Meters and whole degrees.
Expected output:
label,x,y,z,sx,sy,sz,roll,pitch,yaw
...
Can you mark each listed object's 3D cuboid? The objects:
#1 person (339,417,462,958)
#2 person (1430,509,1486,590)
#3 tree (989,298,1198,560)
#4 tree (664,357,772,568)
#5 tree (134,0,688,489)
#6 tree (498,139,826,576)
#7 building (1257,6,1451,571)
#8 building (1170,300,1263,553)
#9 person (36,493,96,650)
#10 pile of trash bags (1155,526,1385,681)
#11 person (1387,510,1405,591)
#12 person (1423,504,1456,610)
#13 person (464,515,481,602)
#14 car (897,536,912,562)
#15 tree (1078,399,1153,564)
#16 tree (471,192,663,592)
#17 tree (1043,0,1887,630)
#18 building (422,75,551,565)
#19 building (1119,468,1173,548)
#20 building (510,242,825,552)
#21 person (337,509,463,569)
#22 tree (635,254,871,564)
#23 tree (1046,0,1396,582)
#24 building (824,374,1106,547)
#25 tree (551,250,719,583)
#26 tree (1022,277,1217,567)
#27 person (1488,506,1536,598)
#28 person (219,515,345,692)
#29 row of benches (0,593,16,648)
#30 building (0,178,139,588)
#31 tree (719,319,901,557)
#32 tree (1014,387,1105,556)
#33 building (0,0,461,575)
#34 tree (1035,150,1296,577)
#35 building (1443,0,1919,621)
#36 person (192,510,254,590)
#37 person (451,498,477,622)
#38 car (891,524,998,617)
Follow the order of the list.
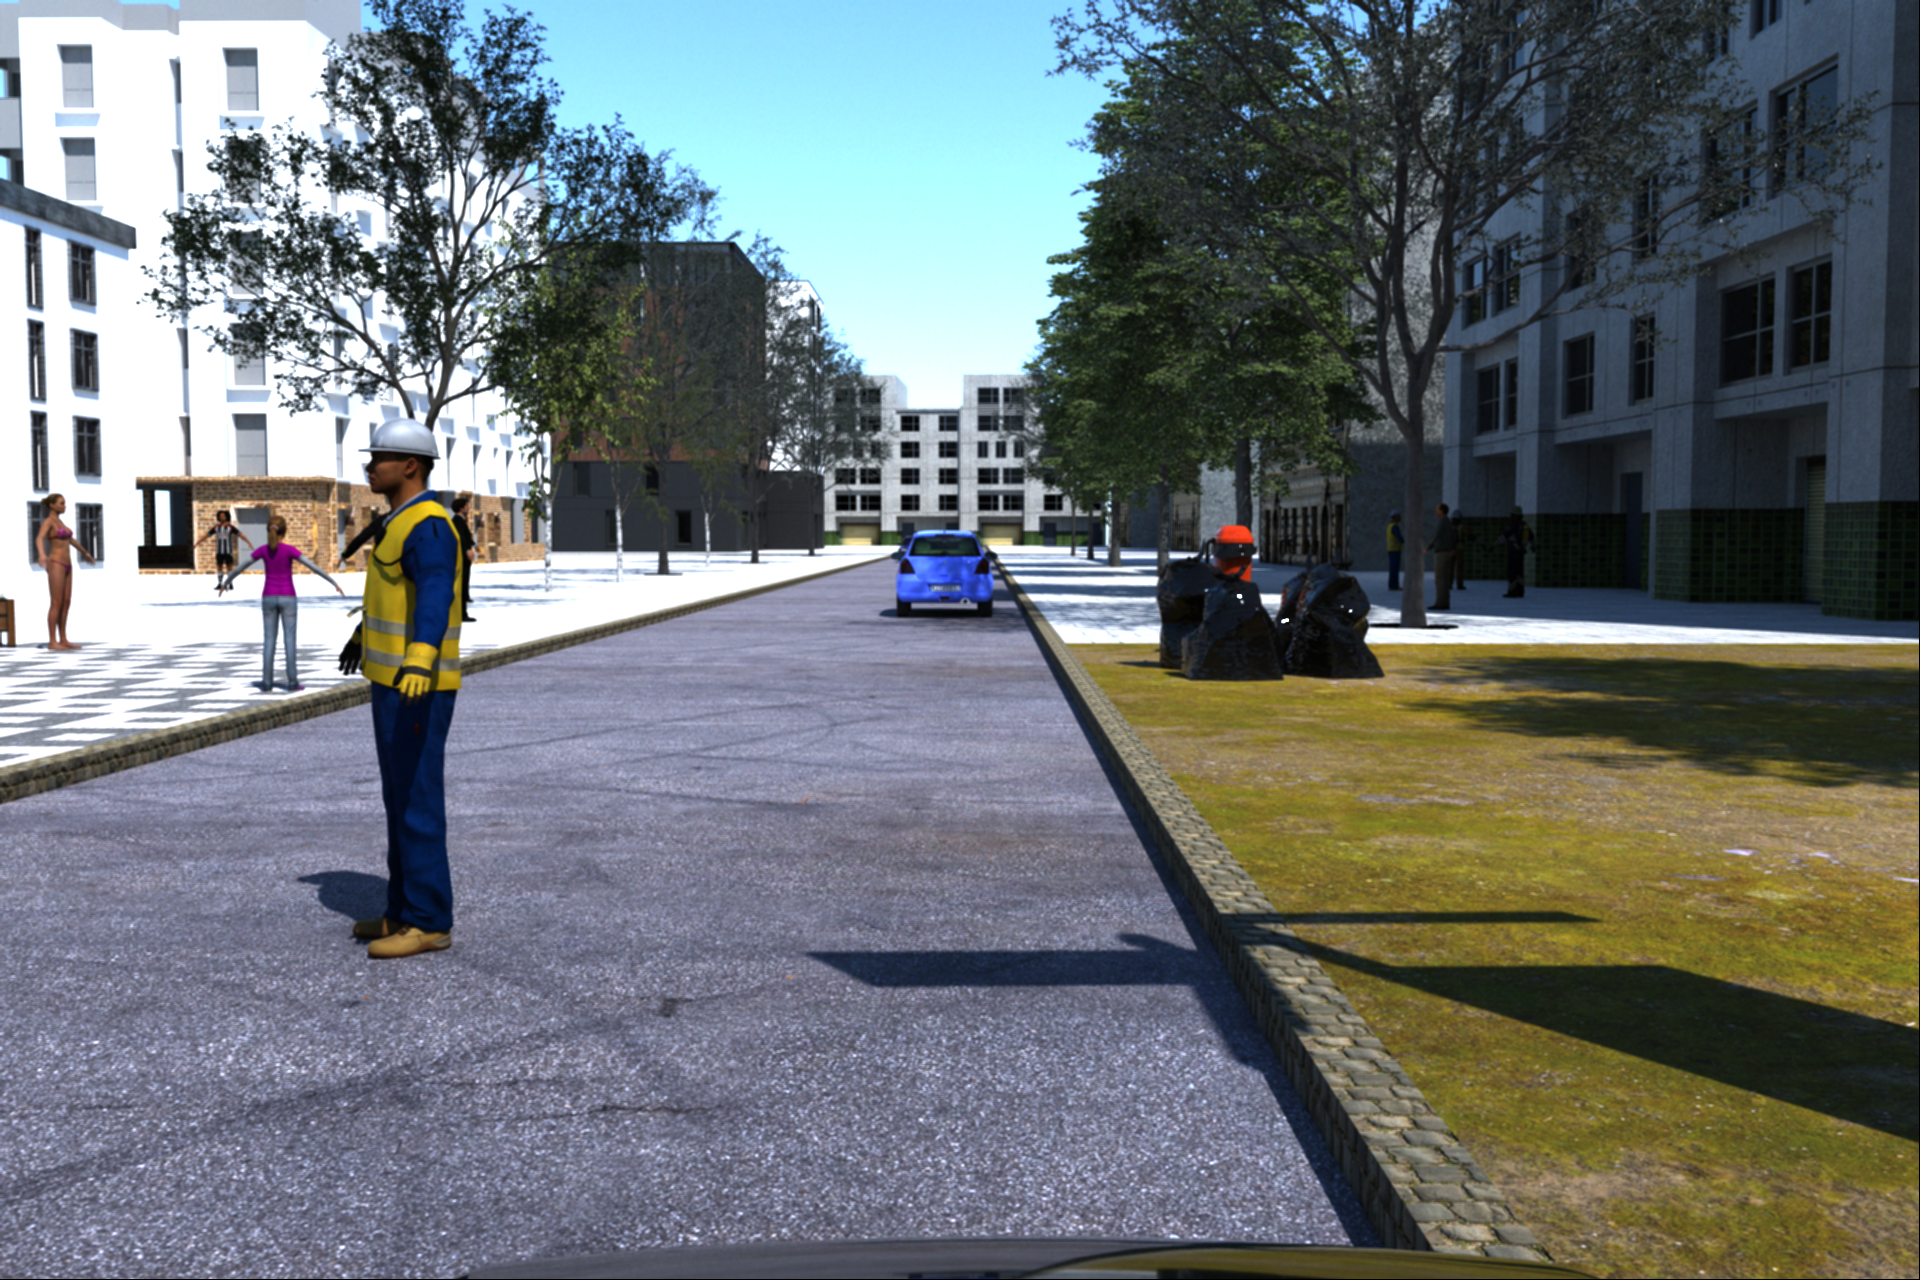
label,x,y,z,sx,sy,sz,roll,pitch,yaw
person,-1.941,0.148,6.011,0.705,1.833,1.349,-2,4,-27
person,11.507,-2.103,40.145,1.354,1.858,0.705,3,4,37
tree,6.541,-10.798,86.916,12.009,13.543,11.850,0,3,0
tree,-9.742,-7.086,66.215,4.360,8.622,3.978,0,3,0
tree,-9.069,-5.768,28.715,8.767,10.594,7.601,-2,4,-27
tree,-9.345,-8.782,53.957,12.009,13.543,11.850,0,3,0
building,22.558,-14.476,67.611,19.493,23.208,18.063,0,4,1
building,25.648,-18.052,126.072,19.493,23.208,18.063,0,4,1
person,-9.939,-0.762,19.254,0.721,1.733,1.217,0,4,-3
pile of trash bags,2.838,-0.429,16.768,1.912,1.369,3.447,0,4,-1
person,9.934,-2.046,39.428,0.705,1.833,1.349,0,4,0
person,8.153,-1.413,29.380,0.705,1.796,1.348,3,4,37
person,-9.310,-1.593,32.759,0.721,1.740,1.216,-2,4,-33
car,-2.239,-4.657,88.727,1.945,1.354,3.894,0,4,1
tree,6.591,-7.548,73.768,4.737,8.622,4.395,0,3,0
tree,-8.943,-5.375,38.250,4.737,8.622,4.395,0,3,0
tree,6.090,-6.898,23.156,12.009,13.543,11.850,0,3,0
building,-25.378,-13.245,72.970,16.016,20.090,11.380,0,3,0
building,24.861,-20.608,167.863,19.493,23.208,18.063,0,4,0
building,-26.116,-17.960,137.614,27.936,21.610,32.646,0,4,0
person,-6.271,-0.823,19.389,1.347,1.837,0.705,-1,4,-14
tree,-8.765,-10.060,74.848,12.009,13.543,11.850,0,3,0
tree,5.406,-7.139,34.851,7.486,12.596,7.792,0,3,0
building,0.700,-20.149,198.355,31.486,18.905,16.747,0,4,3
tree,-9.119,-5.808,45.325,4.360,8.622,3.978,0,3,0
tree,6.163,-9.060,66.254,7.486,12.596,7.792,0,3,0
person,11.213,-1.787,34.996,1.354,1.856,0.705,-2,4,-32
person,-5.551,-0.299,14.162,0.991,1.433,0.599,0,4,-7
row of benches,-12.259,-0.187,18.521,4.104,0.672,1.422,-3,5,-43
building,-23.388,-5.594,33.614,9.099,9.664,28.070,0,4,0
tree,-8.444,-11.518,98.693,12.009,13.543,11.850,0,3,0
tree,6.778,-10.103,99.591,7.601,10.594,8.767,-3,5,-43
building,-24.960,-12.208,56.025,16.016,20.090,11.380,0,4,0
tree,6.109,-8.149,51.361,7.486,12.596,7.792,0,3,0
building,21.982,-10.204,33.286,16.747,18.905,31.486,0,4,1
person,-16.920,-2.059,39.810,1.345,1.843,0.704,0,4,-7
person,-7.268,-1.172,25.353,0.705,1.806,1.347,-1,4,-20
car,-0.281,-1.321,31.188,1.945,1.707,3.694,0,4,-1
